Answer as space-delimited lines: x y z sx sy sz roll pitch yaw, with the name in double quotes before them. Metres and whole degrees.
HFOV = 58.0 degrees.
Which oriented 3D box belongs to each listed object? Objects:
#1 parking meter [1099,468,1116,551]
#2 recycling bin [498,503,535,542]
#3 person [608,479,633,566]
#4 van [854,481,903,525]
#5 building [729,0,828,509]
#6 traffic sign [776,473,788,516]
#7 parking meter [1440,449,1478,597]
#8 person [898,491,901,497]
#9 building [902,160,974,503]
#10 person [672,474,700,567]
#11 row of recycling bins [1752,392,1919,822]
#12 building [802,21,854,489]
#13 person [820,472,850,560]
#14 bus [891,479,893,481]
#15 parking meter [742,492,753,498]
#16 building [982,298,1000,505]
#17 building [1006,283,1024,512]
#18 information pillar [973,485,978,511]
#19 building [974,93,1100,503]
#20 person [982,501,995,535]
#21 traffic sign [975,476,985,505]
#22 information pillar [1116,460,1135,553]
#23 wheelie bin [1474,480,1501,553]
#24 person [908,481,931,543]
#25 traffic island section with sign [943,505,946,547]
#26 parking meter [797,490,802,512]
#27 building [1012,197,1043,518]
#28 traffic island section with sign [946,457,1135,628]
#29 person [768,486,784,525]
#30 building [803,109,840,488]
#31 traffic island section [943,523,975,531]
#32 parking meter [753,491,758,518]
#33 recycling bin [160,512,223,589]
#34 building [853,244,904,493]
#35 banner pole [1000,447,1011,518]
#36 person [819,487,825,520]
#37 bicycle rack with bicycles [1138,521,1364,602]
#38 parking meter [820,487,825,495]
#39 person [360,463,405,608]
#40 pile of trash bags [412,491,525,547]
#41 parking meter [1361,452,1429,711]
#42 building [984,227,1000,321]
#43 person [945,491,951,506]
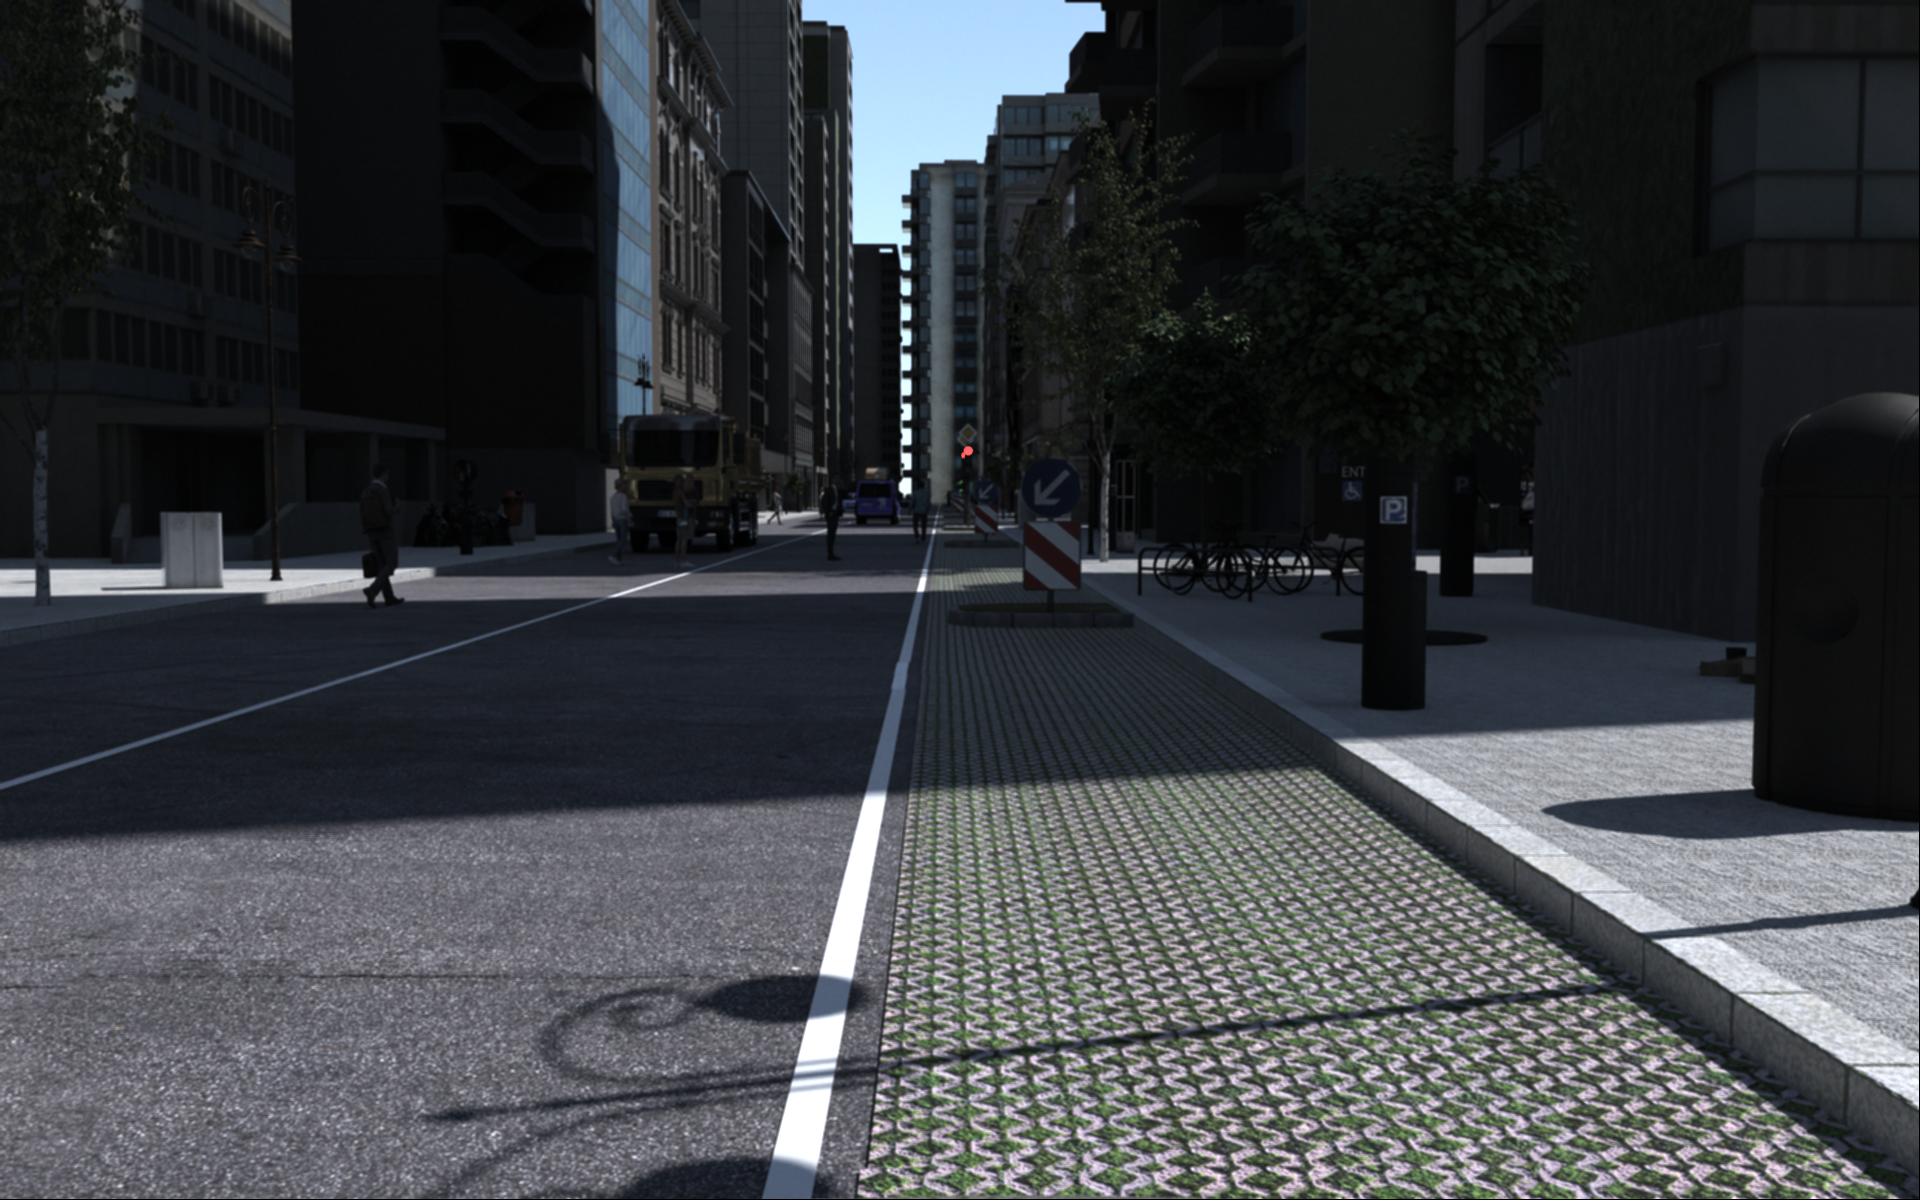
"parking meter" 3.343 -2.029 38.891 0.255 1.863 0.399 -2 4 -35
"recycling bin" -12.056 -2.114 47.116 0.722 1.027 0.722 1 4 21
"person" -6.788 -1.548 34.477 0.731 1.740 0.598 2 4 31
"van" -3.915 -4.807 82.981 2.240 2.365 5.245 0 4 1
"building" -22.923 -44.158 160.233 20.563 71.187 20.611 0 4 -1
"traffic sign" -10.570 -6.275 102.704 0.768 2.556 0.104 0 4 8
"parking meter" 6.257 -0.979 21.725 0.399 1.863 0.255 0 4 -5
"person" -7.026 -11.858 202.385 0.705 1.822 1.348 -1 4 -17
"building" 7.035 -38.403 247.495 30.456 49.044 23.786 0 4 -1
"person" -5.401 -1.563 34.029 0.580 1.828 0.573 1 4 11
"row of recycling bins" 5.119 -0.017 7.388 3.534 1.692 1.069 -1 4 -12
"building" -27.531 -41.170 215.132 28.212 58.520 21.231 0 4 -1
"person" -2.703 -1.823 37.669 0.474 1.900 0.648 2 4 24
"bus" -9.196 -12.724 202.896 2.948 3.499 13.247 0 3 0
"parking meter" -10.491 -4.685 85.014 0.372 1.533 0.369 0 3 0
"building" 16.299 -19.698 167.107 27.650 21.520 28.899 0 4 -1
"building" 11.645 -15.656 123.431 16.820 18.784 16.811 0 4 -1
"information pillar" 1.187 -7.884 133.393 0.304 2.012 0.304 -2 4 -23
"building" 14.185 -36.144 210.563 23.786 49.044 30.456 0 4 -1
"person" 0.993 -3.156 60.287 0.511 1.800 0.466 1 4 13
"traffic sign" 1.449 -7.536 123.324 0.768 2.556 0.104 0 4 6
"information pillar" 3.598 -2.027 37.639 0.304 2.012 0.304 -2 4 -26
"wheelie bin" 11.353 -1.832 37.856 0.693 1.594 0.980 3 5 39
"person" -1.168 -2.575 50.616 0.660 1.820 0.620 -1 4 -13
"traffic island section with sign" 0.576 -2.328 46.697 1.989 1.847 2.006 0 4 -1
"parking meter" -11.527 -7.255 124.333 0.255 1.863 0.399 2 4 35
"building" 8.665 -14.383 99.790 10.561 19.102 19.286 0 4 -1
"traffic island section with sign" 0.866 -0.655 19.340 1.989 1.847 2.006 0 4 -1
"person" -8.553 -4.386 80.307 0.778 1.811 0.616 0 4 3
"building" -19.867 -30.269 178.495 14.154 41.232 14.086 0 4 -1
"traffic island section" 0.344 -2.828 68.512 2.009 0.180 2.903 0 4 -1
"parking meter" -10.735 -5.006 90.251 0.372 1.533 0.369 0 3 0
"recycling bin" -10.524 -0.683 23.721 0.722 1.027 0.722 -2 4 -28
"building" -20.307 -34.205 251.139 23.993 40.220 32.217 0 4 -1
"banner pole" 2.473 -6.268 92.493 0.863 3.779 0.401 3 4 36
"person" -7.550 -5.327 95.829 0.641 1.798 0.478 2 4 33
"bicycle rack with bicycles" 3.508 -0.529 22.034 2.852 0.926 2.925 -3 5 -41
"parking meter" -10.932 -8.081 137.840 0.255 1.863 0.399 1 4 14
"person" -7.380 -0.828 22.007 0.622 1.834 0.822 2 4 27
"pile of trash bags" -11.951 -2.042 43.141 1.912 1.369 3.447 1 4 20
"parking meter" 2.611 -0.121 10.396 0.372 1.533 0.369 0 3 0
"building" 9.626 -25.513 188.842 14.160 30.474 14.107 0 4 -1
"person" -1.356 -11.759 200.697 0.705 1.831 1.348 3 4 38
